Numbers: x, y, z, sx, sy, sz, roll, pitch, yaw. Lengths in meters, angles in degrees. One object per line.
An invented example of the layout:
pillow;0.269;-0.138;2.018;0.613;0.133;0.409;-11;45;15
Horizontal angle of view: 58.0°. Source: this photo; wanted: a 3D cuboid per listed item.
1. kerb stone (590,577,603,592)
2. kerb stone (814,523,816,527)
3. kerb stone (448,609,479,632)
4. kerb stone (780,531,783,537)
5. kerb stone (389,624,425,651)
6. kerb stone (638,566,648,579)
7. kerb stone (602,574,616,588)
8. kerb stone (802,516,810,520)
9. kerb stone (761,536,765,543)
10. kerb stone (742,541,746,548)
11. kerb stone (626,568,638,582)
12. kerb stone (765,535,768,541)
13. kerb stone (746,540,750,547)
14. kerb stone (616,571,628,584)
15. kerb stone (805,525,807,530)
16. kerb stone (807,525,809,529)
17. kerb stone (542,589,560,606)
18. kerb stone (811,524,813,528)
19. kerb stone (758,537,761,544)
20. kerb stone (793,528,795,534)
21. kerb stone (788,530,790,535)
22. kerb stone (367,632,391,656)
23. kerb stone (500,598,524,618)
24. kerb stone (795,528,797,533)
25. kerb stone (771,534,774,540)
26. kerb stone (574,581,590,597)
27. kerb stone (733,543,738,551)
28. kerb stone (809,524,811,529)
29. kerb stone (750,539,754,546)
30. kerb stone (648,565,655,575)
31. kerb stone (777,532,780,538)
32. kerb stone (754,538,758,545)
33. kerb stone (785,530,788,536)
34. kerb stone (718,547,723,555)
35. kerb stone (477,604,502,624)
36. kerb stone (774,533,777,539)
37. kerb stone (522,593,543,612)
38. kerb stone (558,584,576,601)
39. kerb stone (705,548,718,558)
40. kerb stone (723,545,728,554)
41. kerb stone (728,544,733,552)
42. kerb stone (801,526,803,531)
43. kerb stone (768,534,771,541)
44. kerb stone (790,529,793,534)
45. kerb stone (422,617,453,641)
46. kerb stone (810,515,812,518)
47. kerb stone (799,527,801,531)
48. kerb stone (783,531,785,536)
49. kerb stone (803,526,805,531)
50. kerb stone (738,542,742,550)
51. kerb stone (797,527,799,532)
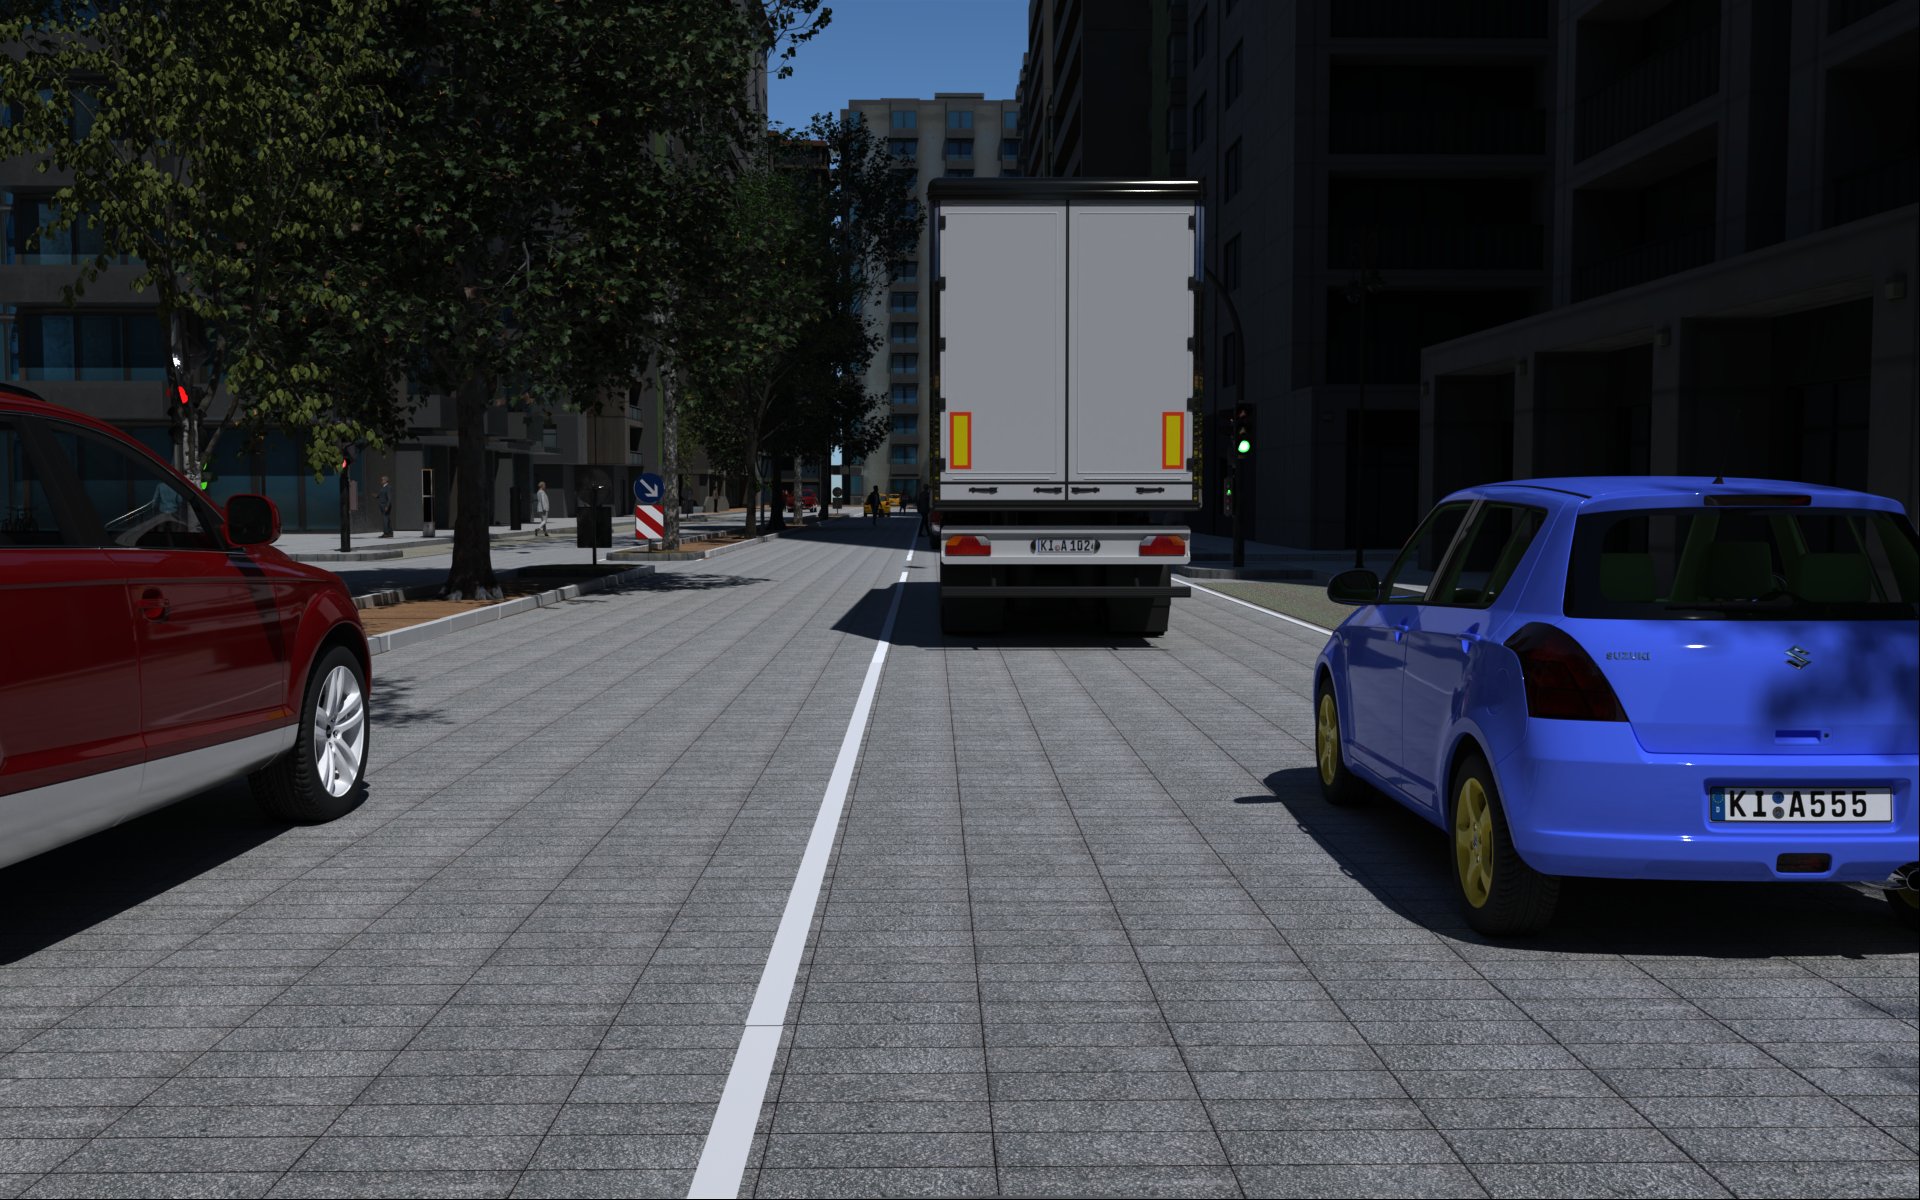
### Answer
kerb stone;-5.444;-0.196;25.509;0.120;0.150;1.000;0;4;-1
kerb stone;-6.291;-3.119;73.188;0.120;0.150;1.000;0;4;-1
kerb stone;-5.312;0.236;18.343;0.120;0.150;1.000;0;4;-1
kerb stone;-5.992;-2.115;56.780;0.120;0.150;1.000;0;4;-1
kerb stone;-5.268;0.361;16.296;0.120;0.150;1.000;0;4;-1
kerb stone;-5.514;-0.453;29.606;0.120;0.150;1.000;0;4;-1
kerb stone;-5.459;-0.265;26.531;0.120;0.150;1.000;0;4;-1
kerb stone;-8.856;-4.747;99.814;0.120;0.150;1.000;0;4;-1
kerb stone;-5.886;-1.735;50.629;0.120;0.150;1.000;0;4;-1
kerb stone;-5.795;-1.426;45.506;0.120;0.150;1.000;0;4;-1
kerb stone;-5.494;-0.390;28.576;0.120;0.150;1.000;0;4;-1
kerb stone;-5.911;-1.802;51.657;0.120;0.150;1.000;0;4;-1
kerb stone;-5.809;-1.488;46.528;0.120;0.150;1.000;0;4;-1
kerb stone;-5.477;-0.322;27.554;0.120;0.150;1.000;0;4;-1
kerb stone;-6.194;-2.804;68.047;0.120;0.150;1.000;0;4;-1
kerb stone;-6.213;-2.867;69.075;0.120;0.150;1.000;0;4;-1
kerb stone;-5.382;-0.014;22.431;0.120;0.150;1.000;0;4;-1
kerb stone;-6.252;-2.990;71.123;0.120;0.150;1.000;0;4;-1
kerb stone;-5.869;-1.677;49.607;0.120;0.150;1.000;0;4;-1
kerb stone;-6.083;-2.429;61.910;0.120;0.150;1.000;0;4;-1
kerb stone;-6.054;-2.304;59.860;0.120;0.150;1.000;0;4;-1
kerb stone;-5.259;0.424;15.269;0.120;0.150;1.000;0;4;-1
kerb stone;-5.346;0.114;20.388;0.120;0.150;1.000;0;4;-1
kerb stone;-6.107;-2.492;62.934;0.120;0.150;1.000;0;4;-1
kerb stone;-5.943;-1.927;53.708;0.120;0.150;1.000;0;4;-1
kerb stone;-5.423;-0.140;24.486;0.120;0.150;1.000;0;4;-1
kerb stone;-5.758;-1.301;43.461;0.120;0.150;1.000;0;4;-1
kerb stone;-6.234;-2.929;70.100;0.120;0.150;1.000;0;4;-1
kerb stone;-5.836;-1.551;47.551;0.120;0.150;1.000;0;4;-1
kerb stone;-5.534;-0.516;30.628;0.120;0.150;1.000;0;4;-1
kerb stone;-5.980;-2.053;55.758;0.120;0.150;1.000;0;4;-1
kerb stone;-5.853;-1.610;48.574;0.120;0.150;1.000;0;4;-1
kerb stone;-6.035;-2.241;58.836;0.120;0.150;1.000;0;4;-1
kerb stone;-5.701;-1.113;40.392;0.120;0.150;1.000;0;4;-1
kerb stone;-5.333;0.173;19.366;0.120;0.150;1.000;0;4;-1
kerb stone;-5.967;-1.990;54.730;0.120;0.150;1.000;0;4;-1
kerb stone;-5.365;0.048;21.410;0.120;0.150;1.000;0;4;-1
kerb stone;-5.402;-0.077;23.453;0.120;0.150;1.000;0;4;-1
kerb stone;-5.691;-1.050;39.367;0.120;0.150;1.000;0;4;-1
kerb stone;-5.729;-1.176;41.415;0.120;0.150;1.000;0;4;-1
kerb stone;-5.739;-1.238;42.439;0.120;0.150;1.000;0;4;-1
kerb stone;-6.165;-2.672;66.001;0.120;0.150;1.000;0;4;-1
kerb stone;-5.922;-1.865;52.683;0.120;0.150;1.000;0;4;-1
kerb stone;-6.064;-2.366;60.882;0.120;0.150;1.000;0;4;-1
kerb stone;-5.292;0.303;17.318;0.120;0.150;1.000;0;4;-1
kerb stone;-8.884;-4.810;100.846;0.120;0.150;1.000;0;4;-1
kerb stone;-6.142;-2.617;64.978;0.120;0.150;1.000;0;4;-1
kerb stone;-6.012;-2.177;57.809;0.120;0.150;1.000;0;4;-1
kerb stone;-6.183;-2.741;67.024;0.120;0.150;1.000;0;4;-1
kerb stone;-5.771;-1.363;44.484;0.120;0.150;1.000;0;4;-1
kerb stone;-6.127;-2.552;63.956;0.120;0.150;1.000;0;4;-1
